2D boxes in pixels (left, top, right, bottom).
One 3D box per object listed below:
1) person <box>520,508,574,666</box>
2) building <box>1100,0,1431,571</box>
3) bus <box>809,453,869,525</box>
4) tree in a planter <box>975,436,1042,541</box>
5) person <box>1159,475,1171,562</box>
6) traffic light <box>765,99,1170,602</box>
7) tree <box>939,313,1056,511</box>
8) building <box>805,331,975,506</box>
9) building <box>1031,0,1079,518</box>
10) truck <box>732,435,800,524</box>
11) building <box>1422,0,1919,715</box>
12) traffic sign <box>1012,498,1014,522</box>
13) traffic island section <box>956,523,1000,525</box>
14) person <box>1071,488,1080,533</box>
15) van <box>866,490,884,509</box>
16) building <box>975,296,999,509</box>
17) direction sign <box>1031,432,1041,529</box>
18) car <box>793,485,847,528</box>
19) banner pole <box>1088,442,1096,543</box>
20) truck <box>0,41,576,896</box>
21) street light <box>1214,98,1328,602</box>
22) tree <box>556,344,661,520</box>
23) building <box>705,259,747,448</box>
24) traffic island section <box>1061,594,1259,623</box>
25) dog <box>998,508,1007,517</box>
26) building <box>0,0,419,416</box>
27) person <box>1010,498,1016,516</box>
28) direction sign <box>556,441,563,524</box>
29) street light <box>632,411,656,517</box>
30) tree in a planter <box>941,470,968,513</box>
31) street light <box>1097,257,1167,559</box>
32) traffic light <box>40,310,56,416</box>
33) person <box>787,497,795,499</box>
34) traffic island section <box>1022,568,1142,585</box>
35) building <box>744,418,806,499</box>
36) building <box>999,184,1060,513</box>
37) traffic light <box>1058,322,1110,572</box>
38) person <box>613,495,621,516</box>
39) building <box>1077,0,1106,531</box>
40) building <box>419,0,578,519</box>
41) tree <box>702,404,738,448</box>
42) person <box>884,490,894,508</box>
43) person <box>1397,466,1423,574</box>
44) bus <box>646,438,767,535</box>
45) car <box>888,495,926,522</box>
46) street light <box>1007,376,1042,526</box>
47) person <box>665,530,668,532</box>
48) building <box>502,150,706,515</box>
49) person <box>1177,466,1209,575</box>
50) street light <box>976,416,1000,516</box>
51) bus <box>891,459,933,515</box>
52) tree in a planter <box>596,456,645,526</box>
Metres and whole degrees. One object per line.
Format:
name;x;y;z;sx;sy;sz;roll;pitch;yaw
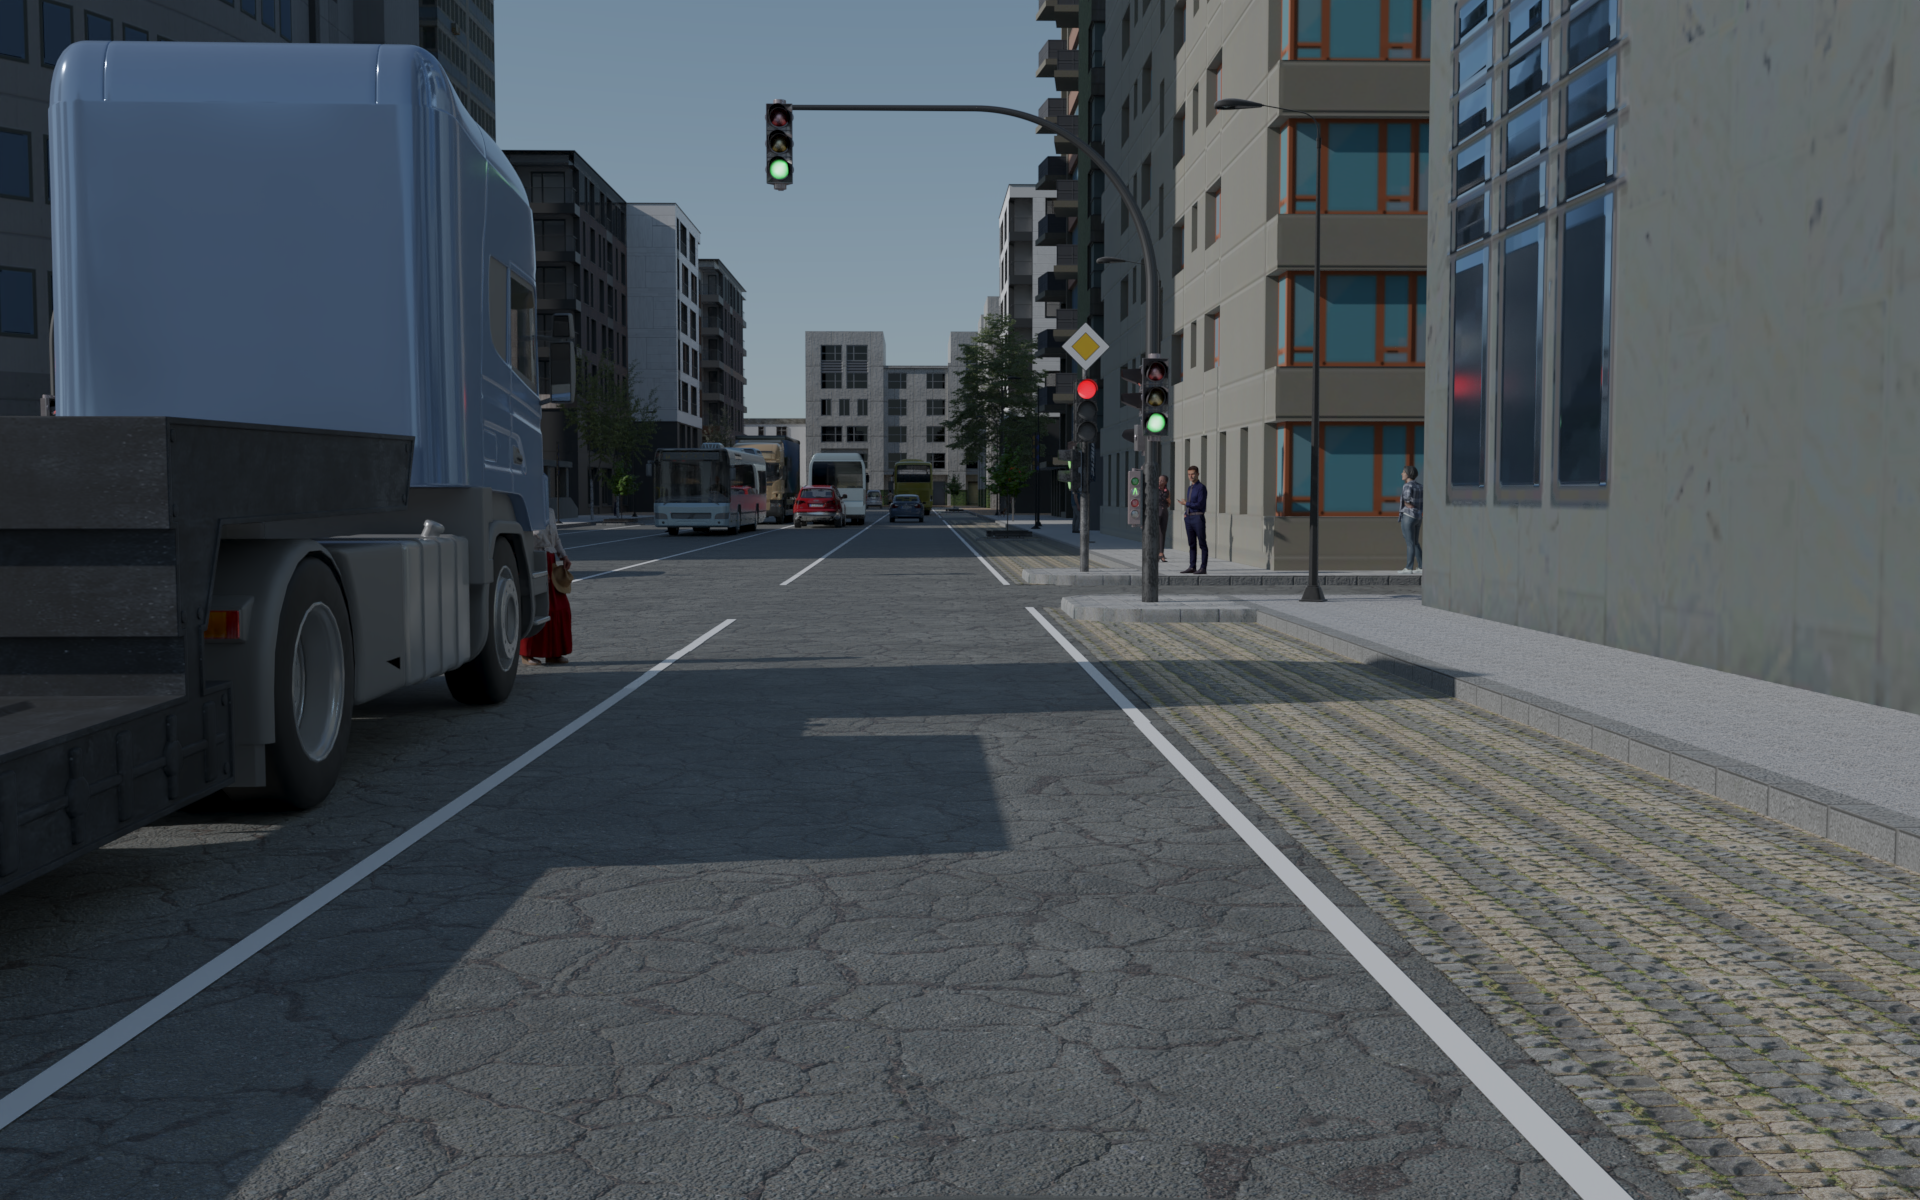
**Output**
person;-3.509;-0.216;14.505;0.387;1.526;0.523;3;5;43
building;19.353;-12.074;42.445;28.899;21.520;27.650;0;4;-1
bus;-5.871;-5.475;84.368;2.948;3.499;13.247;0;4;-3
tree in a planter;1.469;-3.421;53.151;1.991;3.239;1.994;0;4;-1
person;3.751;-1.526;32.467;0.415;1.643;0.593;2;4;27
traffic light;0.143;-2.791;20.299;4.771;5.953;1.251;0;4;-1
tree;2.523;-11.676;109.025;7.486;12.596;7.792;0;3;0
building;-1.223;-20.199;196.704;31.486;18.905;16.747;0;4;-1
building;15.285;-26.516;88.165;22.147;44.769;28.867;0;4;-1
truck;-9.523;-5.877;84.999;2.839;4.237;11.283;0;4;-1
building;16.861;-42.170;2.147;22.319;86.520;31.000;0;4;-1
traffic sign;2.478;-4.943;80.924;0.768;2.556;0.104;0;4;3
traffic island section;0.798;-3.506;80.182;1.991;0.108;1.994;0;4;-1
person;3.875;-3.110;57.018;0.434;1.807;0.598;0;4;8
van;-8.473;-10.010;170.670;2.013;2.044;4.112;0;4;-2
building;10.615;-18.172;163.566;16.747;18.905;31.486;0;4;-1
direction sign;2.782;-4.374;63.514;0.379;3.537;0.876;-1;4;-14
car;-6.046;-4.055;74.980;2.281;1.827;5.304;0;4;-1
banner pole;3.434;-3.388;45.409;0.401;3.779;0.863;-1;4;-13
truck;-3.947;-0.909;4.625;2.967;4.110;18.799;0;4;-3
street light;3.680;-2.934;20.514;1.470;5.913;1.316;0;4;-1
tree;-18.059;-8.288;85.874;4.737;8.622;4.395;0;3;0
building;-37.506;-19.575;164.030;32.646;21.610;27.936;0;4;-1
traffic island section;2.272;0.102;20.607;2.009;0.180;2.903;0;4;-1
dog;2.329;-4.812;95.506;0.540;0.507;0.406;0;4;4
building;-28.979;-30.787;45.362;21.231;58.520;28.212;0;4;-1
person;3.138;-5.963;103.668;0.434;1.807;0.598;2;4;32
direction sign;-17.376;-5.068;74.857;0.379;3.537;0.876;0;4;-8
street light;-17.691;-7.607;96.912;1.470;5.913;1.316;0;4;-1
tree in a planter;-0.438;-8.138;130.284;1.991;3.239;1.994;0;4;-1
street light;3.375;-3.766;34.111;1.470;5.913;1.316;0;4;-1
traffic light;-12.511;-3.270;28.137;4.771;5.953;1.251;0;4;-1
person;-13.862;-8.035;139.882;1.348;1.823;0.705;2;4;24
traffic island section;2.076;-0.386;28.590;2.009;0.180;2.903;0;4;-1
building;-30.952;-15.285;192.054;28.070;9.664;9.099;0;4;-1
building;16.763;-17.556;131.017;27.936;21.610;32.646;0;4;-1
traffic light;2.036;-2.419;28.475;0.839;4.253;0.868;0;4;-1
person;-19.839;-5.761;100.764;0.750;1.759;0.617;1;4;14
building;11.391;-18.064;67.052;14.160;30.474;14.107;0;4;-1
building;-36.736;-24.094;85.826;32.217;40.220;23.993;0;4;-1
tree;-19.643;-11.666;141.104;4.360;8.622;3.978;0;3;0
person;-6.582;-9.434;162.750;1.348;1.824;0.705;-3;5;-42
person;7.281;-1.289;27.848;0.841;1.734;0.376;-3;5;-42
bus;-9.056;-4.205;63.611;2.948;3.499;13.247;0;4;-1
car;-2.730;-4.699;88.835;2.014;1.417;4.499;0;4;-1
street light;2.563;-5.872;68.541;1.470;5.913;1.316;0;4;-1
person;-10.927;-3.386;64.680;0.431;1.722;0.655;-1;4;-9
building;-33.770;-16.835;119.228;27.936;21.610;32.646;0;4;-1
person;3.719;-1.287;27.790;0.504;1.737;0.576;-2;4;-33
street light;1.676;-7.977;102.969;1.470;5.913;1.316;0;4;-1
bus;-3.349;-7.904;120.773;2.896;3.916;12.252;0;4;-3
tree in a planter;-15.586;-5.043;79.676;1.991;3.239;1.994;0;4;-1
